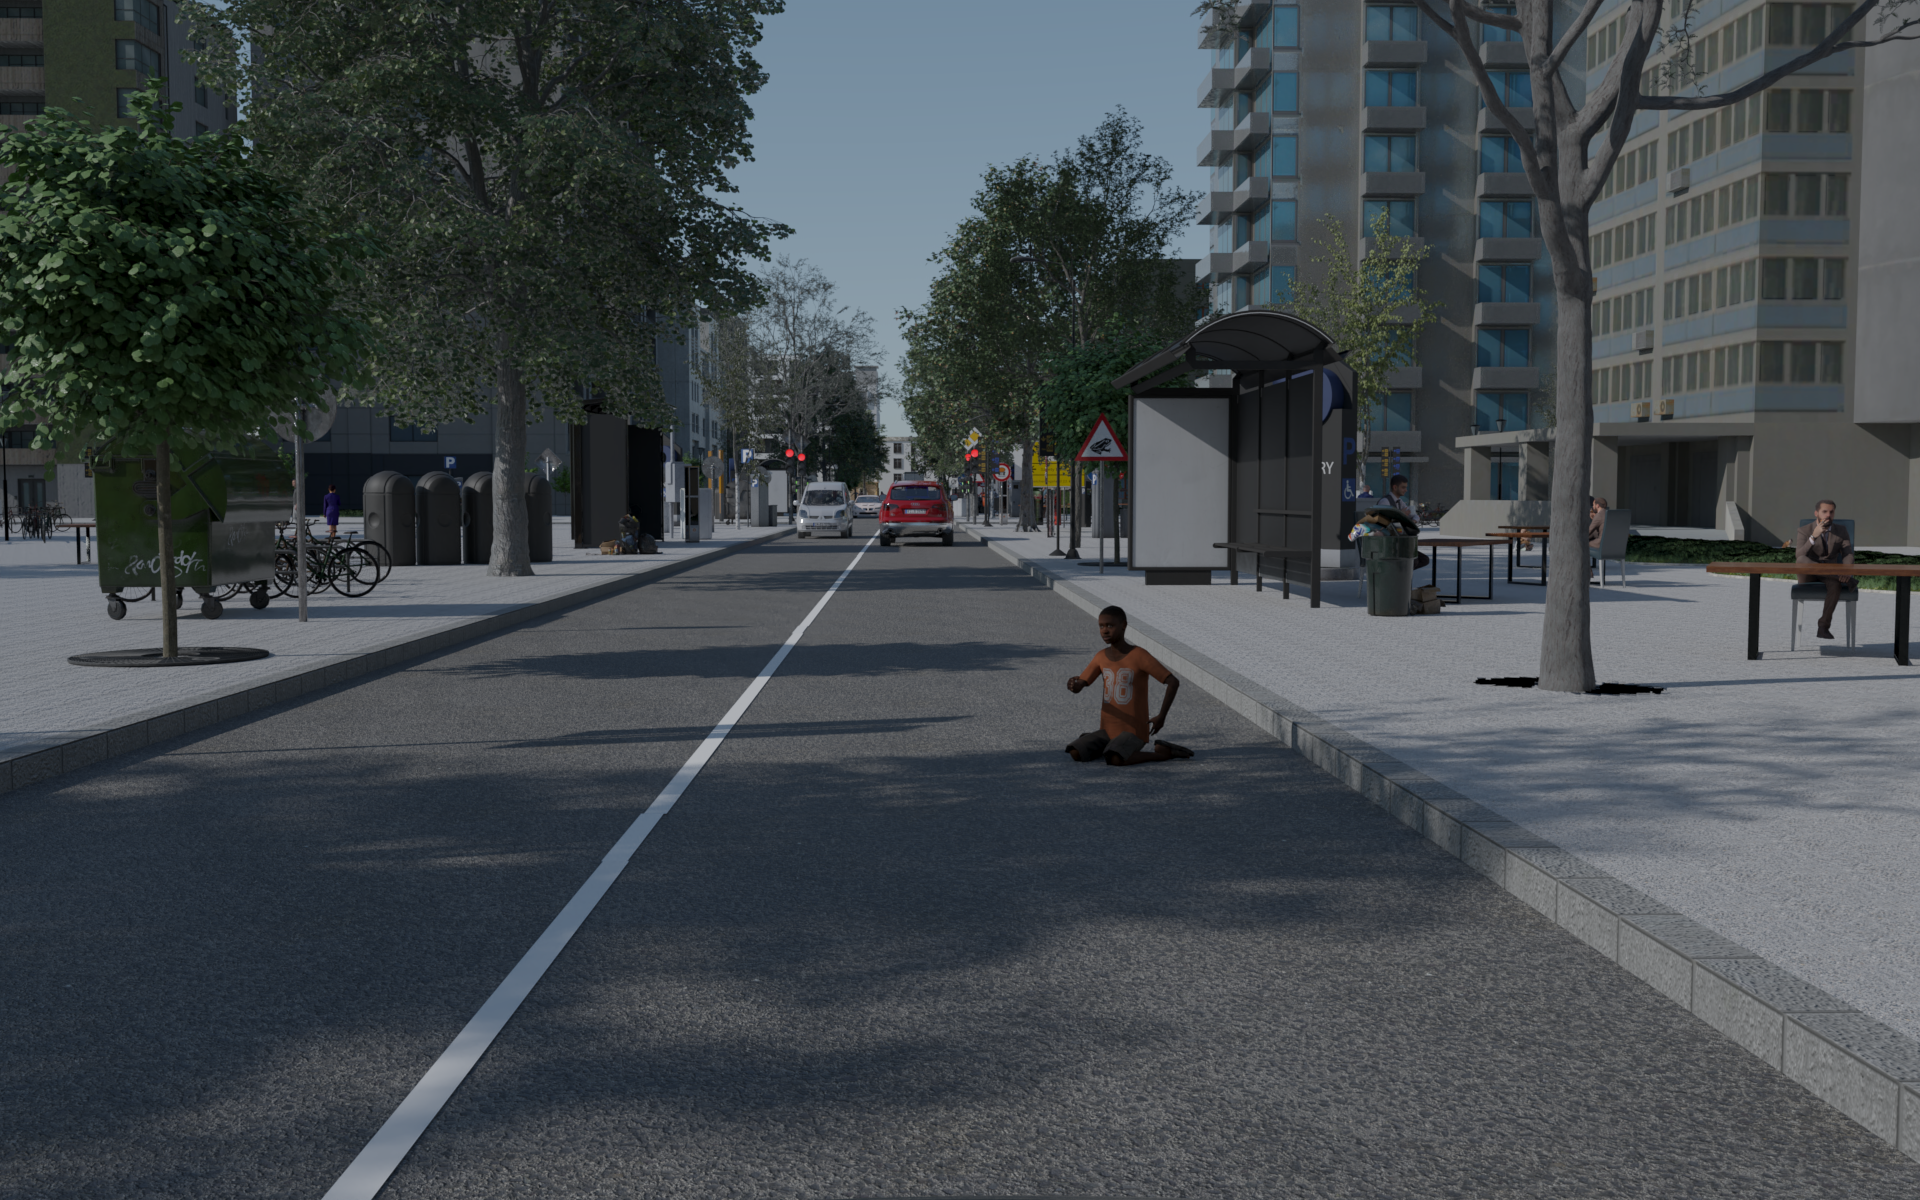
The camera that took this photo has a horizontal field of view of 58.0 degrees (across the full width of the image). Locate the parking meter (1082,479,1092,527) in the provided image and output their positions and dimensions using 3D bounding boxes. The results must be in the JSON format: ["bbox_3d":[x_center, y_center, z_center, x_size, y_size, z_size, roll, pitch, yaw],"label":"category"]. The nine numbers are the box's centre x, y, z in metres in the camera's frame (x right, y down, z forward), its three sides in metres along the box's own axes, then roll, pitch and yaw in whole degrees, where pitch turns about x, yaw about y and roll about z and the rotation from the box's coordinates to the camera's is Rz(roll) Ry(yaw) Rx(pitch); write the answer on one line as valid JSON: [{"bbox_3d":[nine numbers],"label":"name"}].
[{"bbox_3d":[4.863,-3.732,66.728,0.255,1.863,0.399,-2,4,-33],"label":"parking meter"}]

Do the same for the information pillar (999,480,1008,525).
[{"bbox_3d":[1.830,-4.168,72.644,0.304,2.012,0.304,-1,4,-10],"label":"information pillar"}]

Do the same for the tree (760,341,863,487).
[{"bbox_3d":[-10.145,-12.937,128.533,9.611,12.733,9.660,0,3,0],"label":"tree"}]

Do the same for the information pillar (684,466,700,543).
[{"bbox_3d":[-7.073,-2.521,45.709,0.304,2.012,0.304,-2,4,-31],"label":"information pillar"}]

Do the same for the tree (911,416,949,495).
[{"bbox_3d":[-1.364,-15.507,179.289,9.928,11.665,9.643,0,3,0],"label":"tree"}]

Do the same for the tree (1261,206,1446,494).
[{"bbox_3d":[9.993,-5.719,43.872,4.737,8.622,4.395,0,3,0],"label":"tree"}]

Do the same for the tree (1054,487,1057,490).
[{"bbox_3d":[8.277,-12.217,150.117,4.360,8.622,3.978,0,3,0],"label":"tree"}]

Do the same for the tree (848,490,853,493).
[{"bbox_3d":[-11.591,-11.149,176.885,1.663,3.219,1.824,0,3,0],"label":"tree"}]

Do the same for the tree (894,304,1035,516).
[{"bbox_3d":[0.751,-11.895,101.139,9.857,13.997,8.962,0,3,0],"label":"tree"}]

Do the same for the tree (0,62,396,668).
[{"bbox_3d":[-6.229,-1.816,13.411,4.285,4.588,4.351,0,3,0],"label":"tree"}]

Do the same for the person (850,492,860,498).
[{"bbox_3d":[-12.628,-12.460,209.751,1.348,1.826,0.705,0,4,4],"label":"person"}]

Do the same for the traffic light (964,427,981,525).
[{"bbox_3d":[0.592,-5.114,72.534,0.839,4.253,0.868,0,4,-2],"label":"traffic light"}]

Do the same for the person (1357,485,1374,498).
[{"bbox_3d":[9.681,-1.968,40.908,0.600,1.496,0.574,-2,4,-31],"label":"person"}]

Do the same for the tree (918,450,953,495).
[{"bbox_3d":[-2.041,-13.382,169.153,4.737,8.622,4.395,0,3,0],"label":"tree"}]

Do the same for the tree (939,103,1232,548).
[{"bbox_3d":[3.085,-6.518,40.981,7.601,10.594,8.767,0,4,-6],"label":"tree"}]

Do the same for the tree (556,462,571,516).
[{"bbox_3d":[-23.495,-6.631,103.013,1.663,3.219,1.824,0,3,0],"label":"tree"}]

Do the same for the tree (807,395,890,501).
[{"bbox_3d":[-9.915,-13.308,151.996,7.601,10.594,8.767,0,4,-6],"label":"tree"}]

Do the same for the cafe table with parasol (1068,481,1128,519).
[{"bbox_3d":[6.920,-5.170,89.395,2.610,1.966,2.610,1,4,21],"label":"cafe table with parasol"}]

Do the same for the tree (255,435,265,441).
[{"bbox_3d":[-40.479,-9.056,98.421,4.737,8.622,4.395,0,3,0],"label":"tree"}]

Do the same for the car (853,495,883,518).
[{"bbox_3d":[-5.527,-5.617,104.192,2.083,1.381,4.827,0,4,-3],"label":"car"}]

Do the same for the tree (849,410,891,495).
[{"bbox_3d":[-12.854,-19.164,231.461,7.486,12.596,7.792,0,3,0],"label":"tree"}]

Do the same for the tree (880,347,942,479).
[{"bbox_3d":[-3.247,-21.381,205.468,12.611,20.169,13.585,0,3,0],"label":"tree"}]

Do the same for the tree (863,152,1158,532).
[{"bbox_3d":[2.303,-8.639,58.258,9.611,12.733,9.660,0,3,0],"label":"tree"}]

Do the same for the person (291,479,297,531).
[{"bbox_3d":[-22.776,-3.258,59.444,0.434,1.807,0.598,-1,4,-13],"label":"person"}]

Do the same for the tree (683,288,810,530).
[{"bbox_3d":[-7.775,-6.838,62.160,4.360,8.622,3.978,0,3,0],"label":"tree"}]

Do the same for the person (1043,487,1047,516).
[{"bbox_3d":[4.715,-5.513,96.305,0.434,1.807,0.598,0,4,6],"label":"person"}]

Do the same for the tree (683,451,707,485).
[{"bbox_3d":[-20.746,-9.059,131.826,4.285,4.588,4.351,0,3,0],"label":"tree"}]

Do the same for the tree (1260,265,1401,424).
[{"bbox_3d":[11.785,-6.468,56.122,4.360,8.622,3.978,0,3,0],"label":"tree"}]

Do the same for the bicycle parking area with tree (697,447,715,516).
[{"bbox_3d":[-16.608,-7.157,104.017,9.016,4.147,8.231,2,4,25],"label":"bicycle parking area with tree"}]

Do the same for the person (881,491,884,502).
[{"bbox_3d":[-8.343,-10.789,185.574,0.551,1.740,0.621,2,4,29],"label":"person"}]

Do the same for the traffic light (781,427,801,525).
[{"bbox_3d":[-7.065,-5.099,72.292,0.839,4.253,0.868,0,4,-2],"label":"traffic light"}]

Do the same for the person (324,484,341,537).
[{"bbox_3d":[-16.624,-2.290,45.848,0.453,1.535,0.546,-3,4,-36],"label":"person"}]

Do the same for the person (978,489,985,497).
[{"bbox_3d":[2.271,-10.224,173.162,1.348,1.831,0.705,3,5,42],"label":"person"}]

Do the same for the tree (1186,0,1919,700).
[{"bbox_3d":[3.937,-6.146,10.849,12.009,13.543,11.850,0,3,0],"label":"tree"}]

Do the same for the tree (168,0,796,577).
[{"bbox_3d":[-7.070,-7.354,26.894,9.857,13.997,8.962,0,3,0],"label":"tree"}]

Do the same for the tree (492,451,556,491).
[{"bbox_3d":[-16.640,-4.353,65.771,1.663,3.219,1.824,0,3,0],"label":"tree"}]

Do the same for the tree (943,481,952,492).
[{"bbox_3d":[-1.826,-12.188,193.873,1.663,3.219,1.824,0,3,0],"label":"tree"}]

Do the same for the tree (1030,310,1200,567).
[{"bbox_3d":[2.904,-2.904,31.191,4.285,4.588,4.351,0,3,0],"label":"tree"}]

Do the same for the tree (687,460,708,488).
[{"bbox_3d":[-15.025,-6.192,95.843,1.663,3.219,1.824,0,3,0],"label":"tree"}]

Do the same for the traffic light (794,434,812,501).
[{"bbox_3d":[-7.302,-5.587,80.274,0.839,4.253,0.868,0,4,-2],"label":"traffic light"}]

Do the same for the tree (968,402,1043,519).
[{"bbox_3d":[1.740,-8.580,90.647,4.360,8.622,3.978,0,3,0],"label":"tree"}]

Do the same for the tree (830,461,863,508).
[{"bbox_3d":[-10.874,-11.072,164.745,4.285,4.588,4.351,0,3,0],"label":"tree"}]

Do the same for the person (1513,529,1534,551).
[{"bbox_3d":[12.672,-1.372,38.944,0.381,0.543,0.357,-3,5,-40],"label":"person"}]

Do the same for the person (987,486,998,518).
[{"bbox_3d":[1.670,-5.301,93.441,0.841,1.734,0.376,-2,4,-33],"label":"person"}]

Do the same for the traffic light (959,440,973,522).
[{"bbox_3d":[0.356,-5.602,80.516,0.839,4.253,0.868,0,4,-2],"label":"traffic light"}]

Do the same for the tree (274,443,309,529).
[{"bbox_3d":[-24.959,-4.251,64.100,1.663,3.219,1.824,0,3,0],"label":"tree"}]

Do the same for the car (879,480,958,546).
[{"bbox_3d":[-1.194,-2.479,49.202,2.281,1.827,5.304,0,4,0],"label":"car"}]

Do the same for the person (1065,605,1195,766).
[{"bbox_3d":[0.821,0.460,9.272,0.859,0.850,0.655,3,5,40],"label":"person"}]

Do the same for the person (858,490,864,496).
[{"bbox_3d":[-11.990,-12.567,212.216,1.217,1.736,0.721,2,4,33],"label":"person"}]
